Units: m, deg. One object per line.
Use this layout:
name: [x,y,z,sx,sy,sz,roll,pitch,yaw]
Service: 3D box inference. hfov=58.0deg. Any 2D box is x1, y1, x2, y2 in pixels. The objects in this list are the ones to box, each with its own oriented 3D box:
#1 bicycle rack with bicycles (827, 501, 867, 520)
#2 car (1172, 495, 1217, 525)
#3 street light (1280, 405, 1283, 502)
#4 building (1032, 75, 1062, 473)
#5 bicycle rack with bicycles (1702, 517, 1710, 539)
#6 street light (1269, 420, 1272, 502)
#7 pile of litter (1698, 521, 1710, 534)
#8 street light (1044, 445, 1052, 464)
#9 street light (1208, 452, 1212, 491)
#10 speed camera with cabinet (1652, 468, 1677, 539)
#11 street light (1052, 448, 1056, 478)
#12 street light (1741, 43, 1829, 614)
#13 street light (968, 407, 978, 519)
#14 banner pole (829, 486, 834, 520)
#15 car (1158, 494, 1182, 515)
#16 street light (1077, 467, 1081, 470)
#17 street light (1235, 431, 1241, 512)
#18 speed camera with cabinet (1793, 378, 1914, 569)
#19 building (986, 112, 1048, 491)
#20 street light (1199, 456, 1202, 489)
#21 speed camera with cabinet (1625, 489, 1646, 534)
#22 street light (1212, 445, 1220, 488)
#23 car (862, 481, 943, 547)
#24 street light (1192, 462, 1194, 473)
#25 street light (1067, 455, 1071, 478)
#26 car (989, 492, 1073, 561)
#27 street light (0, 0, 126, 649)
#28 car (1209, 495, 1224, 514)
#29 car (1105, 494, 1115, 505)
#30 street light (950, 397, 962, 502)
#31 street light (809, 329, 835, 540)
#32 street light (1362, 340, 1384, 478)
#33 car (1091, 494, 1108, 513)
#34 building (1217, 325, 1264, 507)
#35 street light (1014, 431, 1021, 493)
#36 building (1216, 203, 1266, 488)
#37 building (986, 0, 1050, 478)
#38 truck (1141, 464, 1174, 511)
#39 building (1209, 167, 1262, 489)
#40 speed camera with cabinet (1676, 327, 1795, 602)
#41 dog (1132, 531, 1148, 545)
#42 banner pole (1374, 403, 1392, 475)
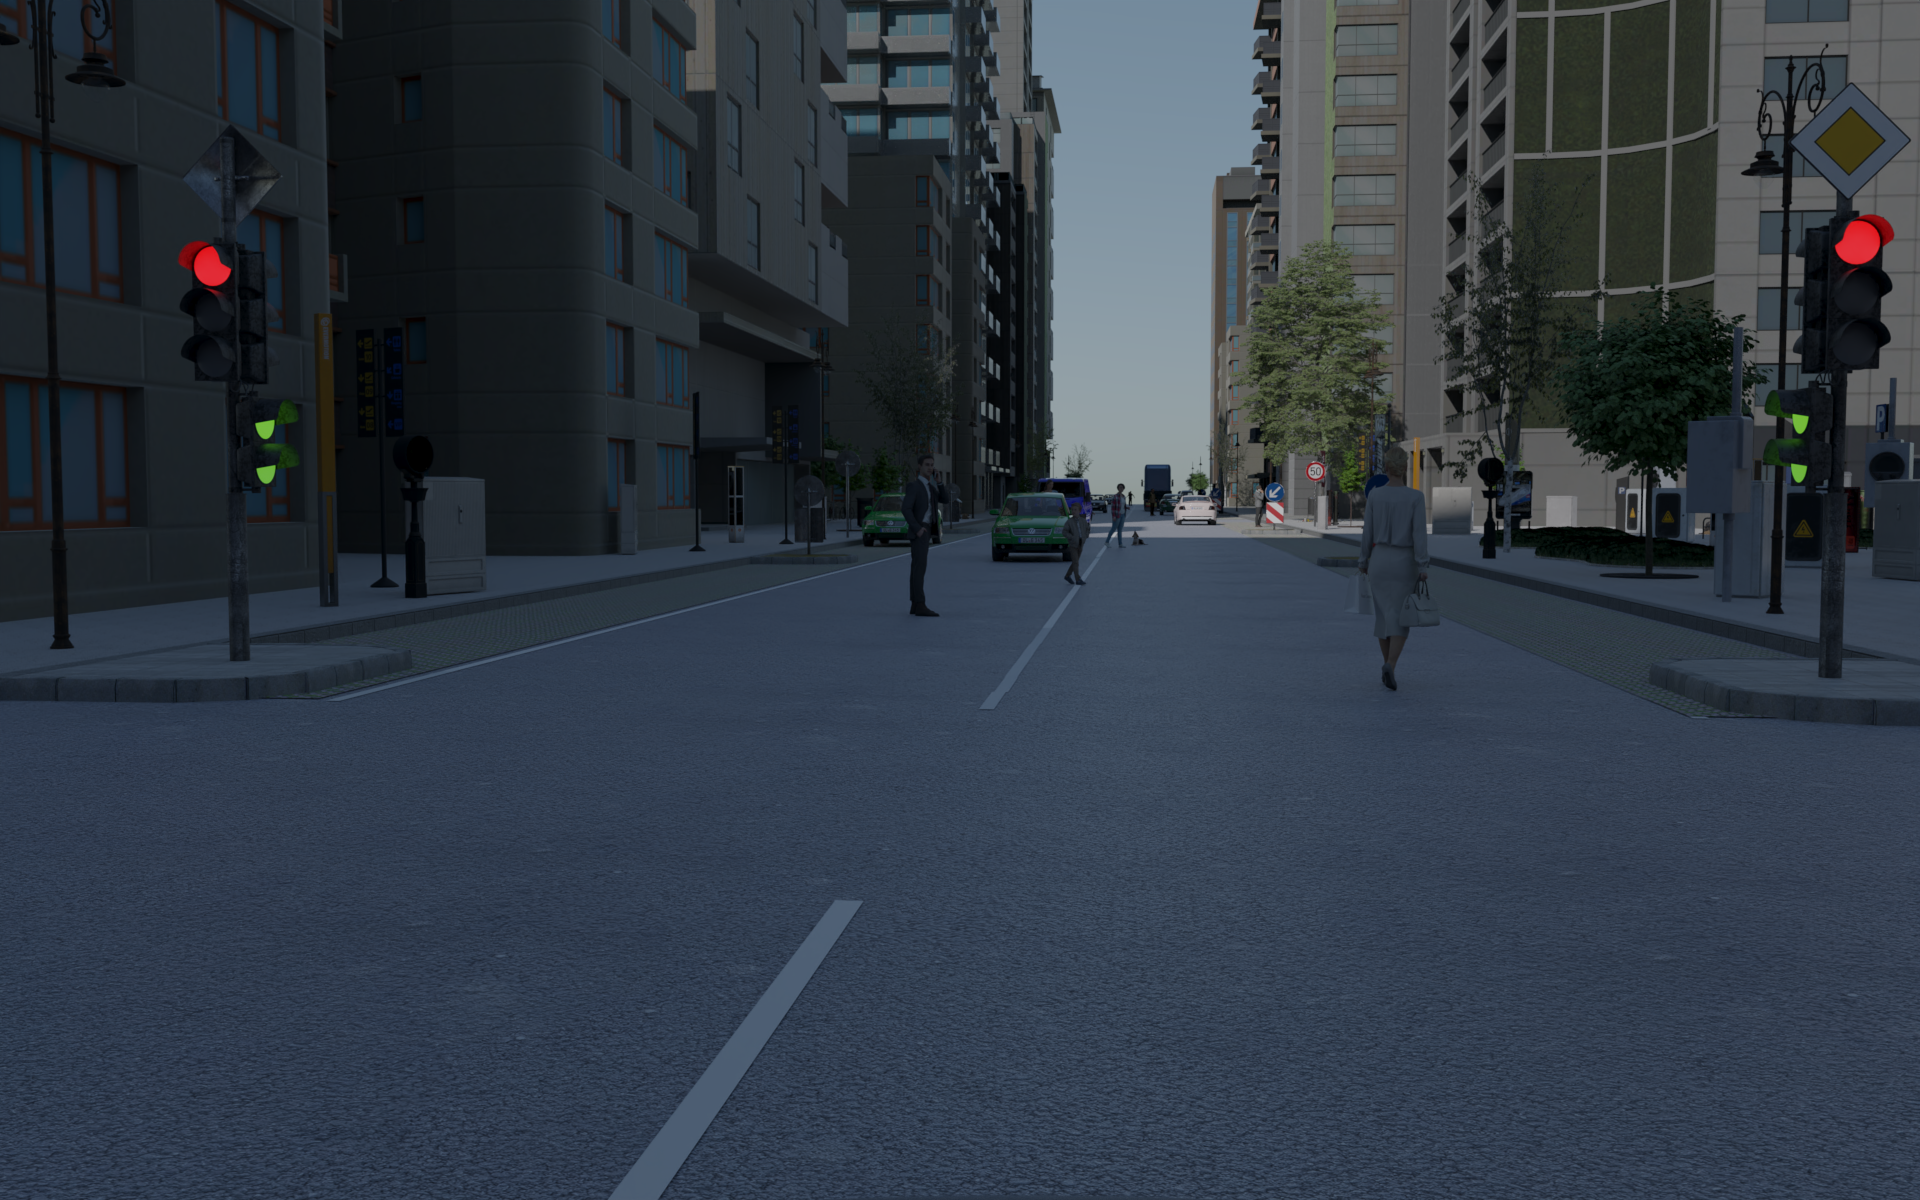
bicycle rack with bicycles: [-5.451,-4.558,87.903,2.852,0.926,2.925,-1,4,-8]
car: [10.946,-4.178,80.676,2.083,1.381,4.827,0,4,5]
street light: [15.987,-6.935,86.172,0.468,5.910,1.993,0,4,6]
building: [-1.847,-38.833,224.152,28.713,52.752,27.495,0,4,6]
bicycle rack with bicycles: [22.606,-2.178,48.990,2.925,0.926,2.852,-2,4,-24]
street light: [16.793,-7.386,93.550,0.468,5.910,1.993,0,4,6]
pile of litter: [24.479,-2.524,55.236,1.719,0.858,1.176,1,4,21]
street light: [7.862,-11.354,158.430,0.468,5.910,1.993,0,4,6]
street light: [25.517,-12.442,176.217,0.468,5.910,1.993,0,4,6]
speed camera with cabinet: [19.277,-3.127,45.459,2.038,3.252,0.660,3,5,41]
street light: [9.286,-12.214,172.492,0.468,5.910,1.993,0,4,6]
street light: [8.747,-2.790,18.409,0.468,5.910,1.993,0,4,6]
street light: [0.678,-7.200,90.509,0.468,5.910,1.993,0,4,6]
banner pole: [-6.376,-5.799,84.831,0.863,3.779,0.401,3,4,37]
car: [14.606,-6.536,118.666,2.131,1.459,4.920,0,4,8]
street light: [16.477,-16.343,239.993,0.468,5.910,1.993,0,4,6]
street light: [20.365,-9.446,127.227,0.468,5.910,1.993,0,4,6]
speed camera with cabinet: [15.191,-2.167,29.768,2.038,3.252,0.660,2,4,35]
building: [1.738,-30.403,180.691,14.154,41.232,14.086,0,4,6]
street light: [29.134,-14.502,209.889,0.468,5.910,1.993,0,4,6]
speed camera with cabinet: [21.985,-3.719,55.142,0.660,3.252,2.038,0,4,-8]
street light: [23.950,-11.506,160.902,0.468,5.910,1.993,0,4,6]
car: [-1.577,-2.417,48.314,1.959,1.807,4.718,0,4,7]
street light: [32.851,-16.626,244.618,0.468,5.910,1.993,0,4,6]
street light: [12.922,-14.274,206.162,0.468,5.910,1.993,0,4,6]
car: [1.661,-1.803,38.277,1.959,1.807,4.718,0,4,4]
street light: [-7.462,-2.534,14.212,0.468,5.910,1.993,0,4,6]
car: [17.793,-6.751,122.961,1.945,1.354,3.894,0,4,6]
car: [17.931,-12.073,207.187,2.009,1.686,4.222,0,4,7]
street light: [-0.212,-6.704,82.402,0.468,5.910,1.993,0,4,6]
street light: [-3.856,-4.645,48.733,0.468,5.910,1.993,0,4,6]
street light: [12.383,-4.850,52.079,0.468,5.910,1.993,0,4,6]
car: [10.296,-7.450,131.591,2.009,1.686,4.222,0,4,7]
building: [42.960,-21.142,190.714,27.650,21.520,28.899,0,4,6]
street light: [4.168,-9.280,124.516,0.468,5.910,1.993,0,4,6]
building: [48.591,-32.062,216.092,32.217,40.220,23.993,0,4,6]
building: [-0.065,-46.472,198.069,20.563,71.187,20.611,0,4,6]
truck: [17.257,-9.841,150.666,2.967,4.110,18.799,0,4,6]
building: [41.487,-35.869,236.560,14.600,45.320,14.200,0,4,6]
speed camera with cabinet: [9.546,-1.646,21.255,0.660,3.252,2.038,3,5,42]
dog: [5.057,-1.734,48.543,0.748,0.427,0.550,-1,4,-20]
banner pole: [11.653,-3.528,47.701,0.863,3.779,0.401,-3,4,-39]
